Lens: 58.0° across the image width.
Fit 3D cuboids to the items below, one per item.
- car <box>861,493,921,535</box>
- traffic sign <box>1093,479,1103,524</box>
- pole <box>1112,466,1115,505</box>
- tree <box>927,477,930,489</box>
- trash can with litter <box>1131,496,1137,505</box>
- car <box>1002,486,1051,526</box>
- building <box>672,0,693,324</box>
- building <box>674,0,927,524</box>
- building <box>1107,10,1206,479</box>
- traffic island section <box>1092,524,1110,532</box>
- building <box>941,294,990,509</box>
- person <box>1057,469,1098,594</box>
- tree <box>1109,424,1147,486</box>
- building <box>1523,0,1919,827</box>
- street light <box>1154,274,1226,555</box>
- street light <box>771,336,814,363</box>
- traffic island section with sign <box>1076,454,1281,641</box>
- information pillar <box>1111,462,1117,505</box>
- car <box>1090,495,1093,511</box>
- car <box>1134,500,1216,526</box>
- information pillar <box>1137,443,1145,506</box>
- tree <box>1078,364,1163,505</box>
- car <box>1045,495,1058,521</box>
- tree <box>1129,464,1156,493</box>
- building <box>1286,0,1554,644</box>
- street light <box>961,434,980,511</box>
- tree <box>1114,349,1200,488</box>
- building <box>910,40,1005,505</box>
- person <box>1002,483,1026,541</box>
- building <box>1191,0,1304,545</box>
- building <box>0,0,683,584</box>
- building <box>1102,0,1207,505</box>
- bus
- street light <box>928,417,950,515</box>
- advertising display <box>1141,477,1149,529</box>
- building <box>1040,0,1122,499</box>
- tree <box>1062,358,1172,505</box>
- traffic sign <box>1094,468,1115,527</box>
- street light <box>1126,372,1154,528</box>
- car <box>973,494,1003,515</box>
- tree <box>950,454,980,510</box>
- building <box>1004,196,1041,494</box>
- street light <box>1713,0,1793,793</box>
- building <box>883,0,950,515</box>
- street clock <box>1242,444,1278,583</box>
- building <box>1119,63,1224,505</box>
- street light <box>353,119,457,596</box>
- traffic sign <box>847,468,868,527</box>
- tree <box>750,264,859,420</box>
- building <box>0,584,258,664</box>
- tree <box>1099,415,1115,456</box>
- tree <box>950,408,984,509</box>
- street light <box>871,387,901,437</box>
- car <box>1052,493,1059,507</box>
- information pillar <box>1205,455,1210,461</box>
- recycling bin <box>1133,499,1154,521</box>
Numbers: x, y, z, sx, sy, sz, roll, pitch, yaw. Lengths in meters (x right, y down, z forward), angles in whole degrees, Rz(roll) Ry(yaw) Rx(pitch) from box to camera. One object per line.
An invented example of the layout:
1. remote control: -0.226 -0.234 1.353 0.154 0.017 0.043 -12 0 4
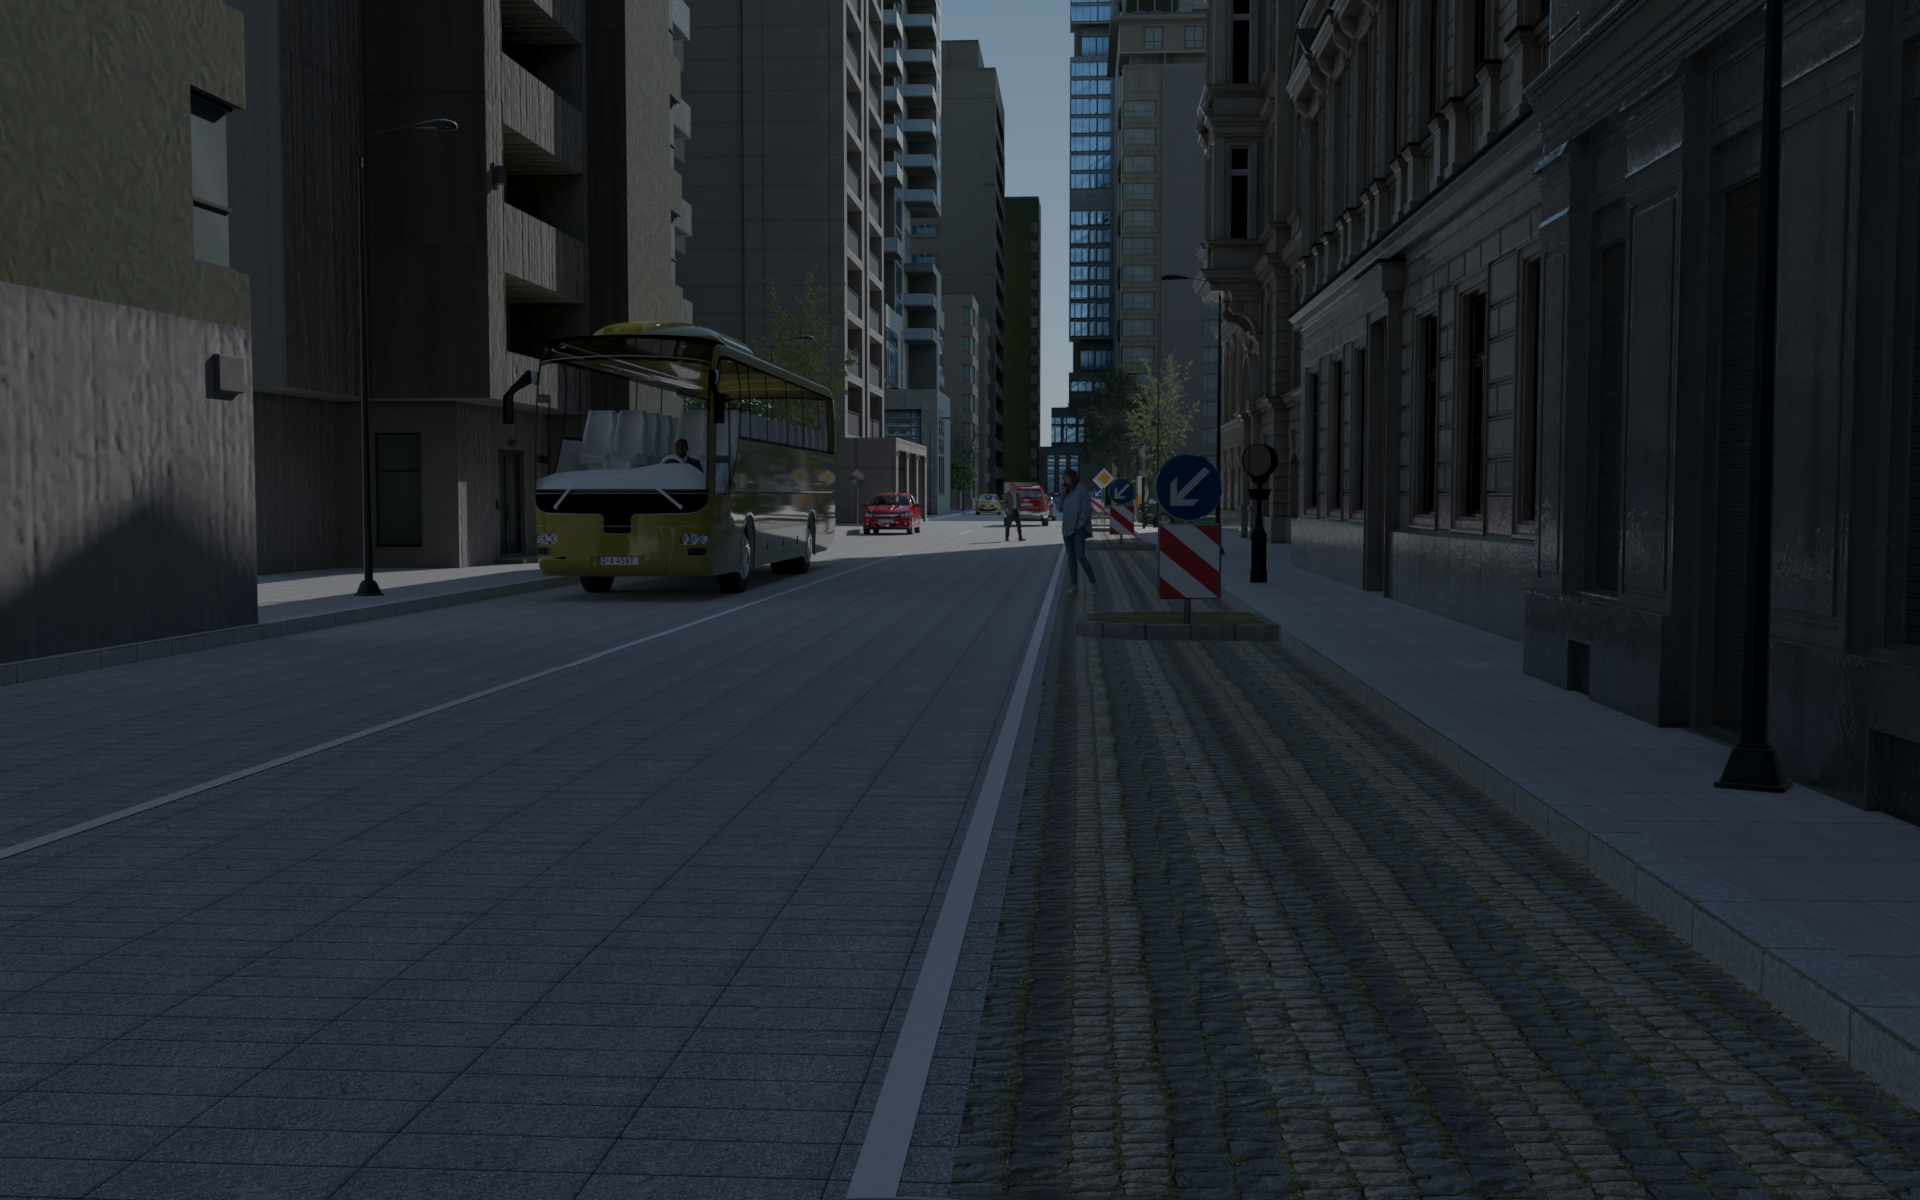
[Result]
1. car: -2.438 -3.272 62.536 2.155 1.783 4.494 0 4 4
2. traffic sign: 6.093 -4.336 74.531 0.795 2.450 0.064 0 4 4
3. pole: 11.159 -8.072 125.821 0.158 3.312 0.155 0 3 0
4. tree: -2.501 -6.477 100.501 1.663 3.219 1.824 0 3 0
5. trash can with litter: 10.419 -5.498 101.282 0.624 1.170 1.055 -1 4 -18
6. car: 3.024 -4.299 78.954 2.281 1.827 5.304 0 4 2
7. building: -25.196 -26.808 57.921 30.456 49.044 23.786 0 4 4
8. building: -12.219 -39.477 83.708 20.563 71.187 20.611 0 4 4
9. building: 30.415 -36.631 188.160 28.713 52.752 27.495 0 4 4
10. traffic island section: 5.565 -2.713 66.640 2.009 0.180 2.903 0 4 4
11. building: -11.697 -19.611 165.674 27.650 21.520 28.899 0 4 4
12. person: 1.692 -0.978 24.755 0.793 1.790 0.793 1 4 22
13. tree: 15.265 -12.759 158.969 4.737 8.622 4.395 0 3 0
14. building: 8.092 -9.383 2.566 9.793 20.994 18.267 0 4 4
15. street light: 4.945 -3.926 36.732 1.470 5.913 1.316 0 4 4
16. street light: -4.990 -4.794 50.926 1.470 5.913 1.316 0 4 4
17. traffic island section with sign: 2.194 -0.561 17.797 1.989 1.847 2.006 0 4 4
18. information pillar: 11.399 -8.381 128.389 0.504 3.616 0.183 -2 4 -35
19. car: 9.924 -7.382 132.695 2.014 1.417 4.499 0 4 3
20. car: 9.518 -3.557 69.948 4.920 1.459 2.131 0 4 2
21. information pillar: 8.367 -5.420 79.964 0.504 3.616 0.183 -3 5 -41
22. tree: 14.019 -14.233 150.833 7.486 12.596 7.792 0 3 0
23. car: 4.331 -4.997 93.696 2.014 1.417 4.499 0 4 3
24. tree: 11.835 -7.067 110.150 1.663 3.219 1.824 0 3 0
25. building: 10.034 -9.581 21.275 10.561 19.102 19.286 0 4 4
26. street light: 0.814 -9.889 134.218 1.470 5.913 1.316 0 4 4
27. tree: 10.284 -8.476 88.950 4.360 8.622 3.978 0 3 0
28. building: -6.235 -34.646 190.166 21.300 48.544 21.600 0 4 4
29. person: 1.641 -2.659 52.379 0.661 1.777 0.834 -2 4 -35
30. building: 13.882 -14.016 48.241 14.460 24.649 34.723 0 4 4
31. building: -13.768 -15.942 32.353 14.160 30.474 14.107 0 4 4
32. building: 27.981 -47.336 212.193 20.563 71.187 20.611 0 4 4
33. bus: -4.101 -2.256 28.431 2.896 3.916 12.252 0 4 4
34. street light: -1.274 -8.080 104.649 1.470 5.913 1.316 0 4 4
35. advertising display: 6.877 -3.614 64.304 0.123 1.923 0.974 1 4 16
36. building: 26.973 -56.809 241.492 31.000 86.520 22.319 0 4 4
37. tree: 11.154 -11.290 119.006 7.601 10.594 8.767 2 4 33
38. traffic sign: 5.541 -3.848 66.565 0.795 2.450 0.064 0 4 4
39. street light: 7.012 -5.719 66.046 1.470 5.913 1.316 0 4 4
40. car: 1.956 -6.675 119.359 2.015 1.641 3.980 0 4 3
41. tree: -0.057 -9.651 141.506 4.285 4.588 4.351 0 3 0
42. building: 4.198 -34.049 240.295 14.086 41.232 14.154 0 4 4
43. street light: 2.943 -2.136 7.471 1.470 5.913 1.316 0 4 4
44. building: -11.453 -49.396 120.291 22.319 86.520 31.000 0 4 4
45. street clock: 4.325 -1.251 25.026 0.471 2.002 0.358 2 4 35
46. building: 22.587 -29.643 168.251 14.154 41.232 14.086 0 4 4
47. street light: -6.928 -3.004 21.660 1.470 5.913 1.316 0 4 4
48. traffic sign: -3.979 -3.890 67.242 0.795 2.450 0.064 0 4 4
49. tree: -5.342 -6.478 56.275 4.737 8.622 4.395 0 3 0
50. building: -14.439 -14.569 9.910 14.160 30.474 14.107 0 4 4
51. tree: 13.243 -11.500 138.394 4.360 8.622 3.978 0 3 0
52. tree: 0.075 -12.029 147.030 4.360 8.622 3.978 0 3 0
53. street light: -3.261 -6.267 75.015 1.470 5.913 1.316 0 4 4
54. car: 9.375 -9.360 162.620 1.945 1.707 3.694 0 4 3
55. information pillar: 14.860 -6.892 104.039 0.183 3.616 0.504 -2 4 -25
56. recycling bin: 8.624 -4.213 81.443 0.722 1.027 0.722 -3 5 -39
